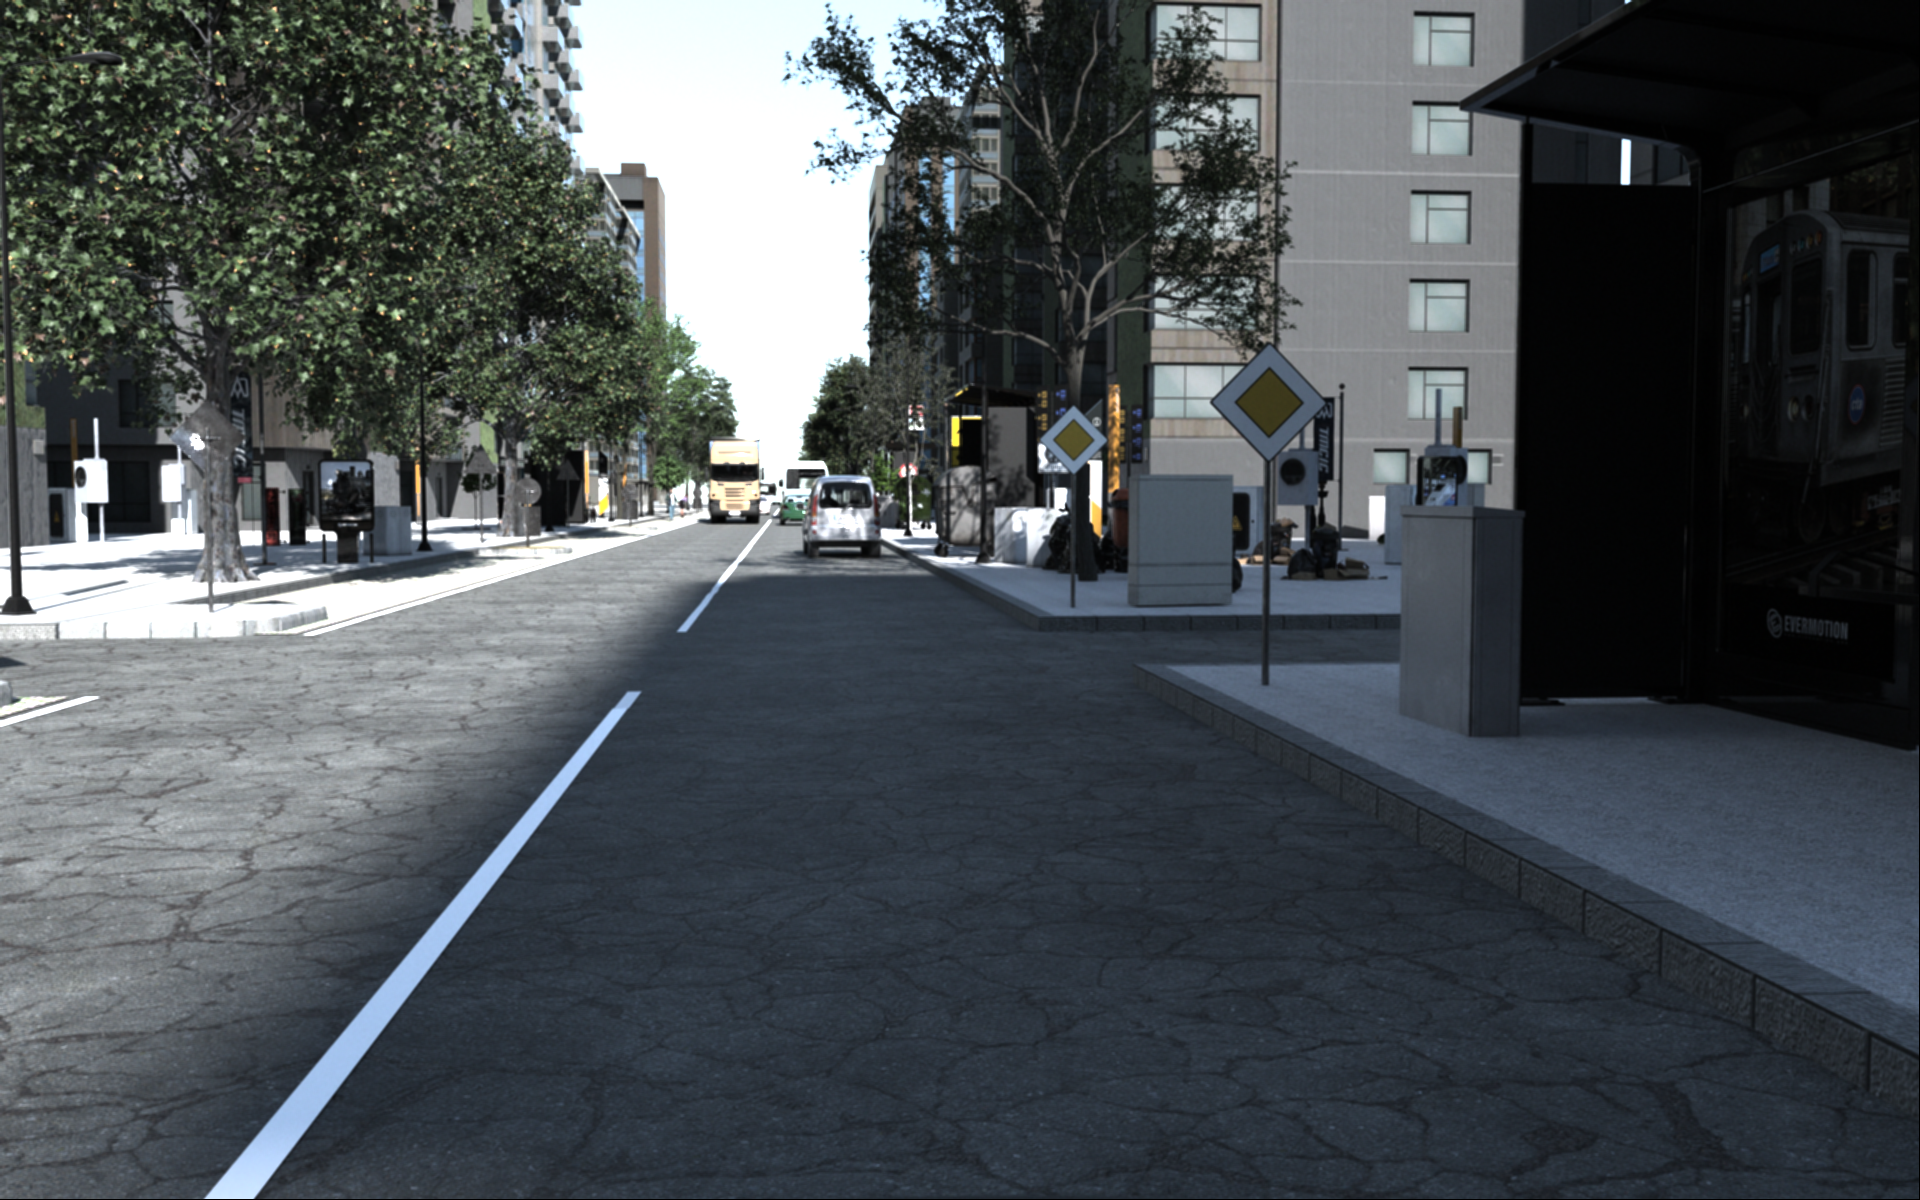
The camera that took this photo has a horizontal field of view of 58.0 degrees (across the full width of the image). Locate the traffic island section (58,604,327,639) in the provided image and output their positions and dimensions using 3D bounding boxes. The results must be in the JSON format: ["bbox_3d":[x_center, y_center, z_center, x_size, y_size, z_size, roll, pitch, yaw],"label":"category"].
[{"bbox_3d":[-8.101,0.220,18.687,2.009,0.180,2.903,0,4,-6],"label":"traffic island section"}]

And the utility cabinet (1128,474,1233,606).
[{"bbox_3d":[2.521,-0.683,19.850,1.173,1.500,0.318,-1,4,-17],"label":"utility cabinet"}]

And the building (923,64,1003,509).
[{"bbox_3d":[12.731,-28.151,152.155,32.217,40.220,23.993,0,4,-6],"label":"building"}]

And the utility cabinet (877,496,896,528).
[{"bbox_3d":[-2.858,-3.358,66.069,0.306,1.237,1.020,-3,4,-37],"label":"utility cabinet"}]

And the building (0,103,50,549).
[{"bbox_3d":[-28.960,-21.451,34.326,14.154,41.232,14.086,0,4,-6],"label":"building"}]

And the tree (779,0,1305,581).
[{"bbox_3d":[1.581,-5.566,25.424,7.601,10.594,8.767,1,4,23],"label":"tree"}]

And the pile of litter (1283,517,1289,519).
[{"bbox_3d":[5.765,-1.076,31.559,1.176,0.858,1.719,-3,4,-38],"label":"pile of litter"}]

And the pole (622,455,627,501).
[{"bbox_3d":[-17.667,-5.954,91.195,0.158,3.312,0.155,0,3,0],"label":"pole"}]

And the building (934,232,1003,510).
[{"bbox_3d":[13.089,-17.188,126.064,27.650,21.520,28.899,0,4,-6],"label":"building"}]

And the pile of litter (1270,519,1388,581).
[{"bbox_3d":[5.658,-0.744,26.136,1.719,0.858,1.176,0,4,0],"label":"pile of litter"}]

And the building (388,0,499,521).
[{"bbox_3d":[-30.774,-24.437,83.144,14.154,41.232,14.086,0,4,-6],"label":"building"}]

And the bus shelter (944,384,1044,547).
[{"bbox_3d":[0.754,-2.982,40.044,1.731,3.624,6.357,0,4,-5],"label":"bus shelter"}]

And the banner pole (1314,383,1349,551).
[{"bbox_3d":[8.428,-3.019,39.378,0.863,3.779,0.401,1,4,22],"label":"banner pole"}]

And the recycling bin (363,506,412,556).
[{"bbox_3d":[-12.017,-1.455,36.339,0.722,1.027,0.722,2,4,27],"label":"recycling bin"}]

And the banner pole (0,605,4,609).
[{"bbox_3d":[-10.754,-1.779,19.096,0.401,3.779,0.863,-3,4,-38],"label":"banner pole"}]

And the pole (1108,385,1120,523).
[{"bbox_3d":[2.879,-2.360,32.432,0.158,3.312,0.155,0,3,0],"label":"pole"}]

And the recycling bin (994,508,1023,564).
[{"bbox_3d":[1.112,-1.198,32.143,0.722,1.027,0.722,-2,4,-31],"label":"recycling bin"}]

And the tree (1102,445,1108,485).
[{"bbox_3d":[7.854,-5.810,78.713,4.285,4.588,4.351,0,3,0],"label":"tree"}]

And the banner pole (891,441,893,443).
[{"bbox_3d":[-3.377,-5.583,81.293,0.863,3.779,0.401,2,4,31],"label":"banner pole"}]

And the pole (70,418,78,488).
[{"bbox_3d":[-23.841,-3.231,46.666,0.158,3.312,0.155,0,3,0],"label":"pole"}]

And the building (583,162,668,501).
[{"bbox_3d":[-47.617,-35.921,237.420,14.600,45.320,14.200,0,4,-6],"label":"building"}]

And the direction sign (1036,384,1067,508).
[{"bbox_3d":[1.906,-2.695,36.055,0.379,3.537,0.876,-3,5,-42],"label":"direction sign"}]

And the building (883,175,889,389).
[{"bbox_3d":[-3.050,-33.111,224.956,14.154,41.232,14.086,0,4,-6],"label":"building"}]

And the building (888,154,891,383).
[{"bbox_3d":[-1.385,-34.267,210.369,14.600,45.320,14.200,0,4,-6],"label":"building"}]

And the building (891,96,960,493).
[{"bbox_3d":[0.190,-33.405,196.282,14.600,45.320,14.200,0,4,-6],"label":"building"}]

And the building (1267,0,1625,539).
[{"bbox_3d":[11.747,-22.763,55.778,14.154,41.232,14.086,0,4,-6],"label":"building"}]

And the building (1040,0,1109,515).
[{"bbox_3d":[10.974,-19.391,88.744,14.160,30.474,14.107,0,4,-6],"label":"building"}]

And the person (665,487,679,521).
[{"bbox_3d":[-15.074,-4.993,90.483,0.721,1.781,0.623,3,4,36],"label":"person"}]

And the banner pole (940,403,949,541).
[{"bbox_3d":[-0.357,-3.509,47.384,0.401,3.779,0.863,0,4,-7],"label":"banner pole"}]

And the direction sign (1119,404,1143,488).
[{"bbox_3d":[4.295,-3.187,44.113,0.876,3.537,0.379,3,5,45],"label":"direction sign"}]

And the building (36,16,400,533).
[{"bbox_3d":[-28.908,-17.724,61.494,14.160,30.474,14.107,0,4,-6],"label":"building"}]

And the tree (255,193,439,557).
[{"bbox_3d":[-12.513,-5.174,34.956,4.737,8.622,4.395,0,3,0],"label":"tree"}]

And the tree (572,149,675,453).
[{"bbox_3d":[-13.280,-8.218,51.379,9.611,12.733,9.660,0,3,0],"label":"tree"}]

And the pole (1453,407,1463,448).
[{"bbox_3d":[11.642,-2.860,40.599,0.158,3.312,0.155,0,3,0],"label":"pole"}]

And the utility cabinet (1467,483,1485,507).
[{"bbox_3d":[10.181,-1.580,34.515,0.318,1.500,1.173,2,4,26],"label":"utility cabinet"}]

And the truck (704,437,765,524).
[{"bbox_3d":[-11.270,-5.992,86.876,2.839,4.237,11.283,0,4,-7],"label":"truck"}]

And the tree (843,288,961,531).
[{"bbox_3d":[-1.777,-6.623,58.641,4.360,8.622,3.978,0,3,0],"label":"tree"}]

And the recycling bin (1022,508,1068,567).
[{"bbox_3d":[1.647,-1.098,30.507,0.722,1.027,0.722,3,4,36],"label":"recycling bin"}]

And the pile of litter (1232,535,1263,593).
[{"bbox_3d":[3.184,-0.548,22.925,1.176,0.858,1.719,2,4,32],"label":"pile of litter"}]

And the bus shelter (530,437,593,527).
[{"bbox_3d":[-16.211,-4.858,70.709,1.731,3.624,6.357,0,4,-5],"label":"bus shelter"}]

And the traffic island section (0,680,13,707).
[{"bbox_3d":[-7.327,0.706,10.739,2.009,0.180,2.903,0,4,-6],"label":"traffic island section"}]

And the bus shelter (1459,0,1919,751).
[{"bbox_3d":[4.141,-0.992,7.503,1.731,3.624,6.357,0,4,-6],"label":"bus shelter"}]

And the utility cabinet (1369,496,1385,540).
[{"bbox_3d":[11.933,-2.273,48.324,1.020,1.237,0.306,1,4,14],"label":"utility cabinet"}]

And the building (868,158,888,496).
[{"bbox_3d":[-1.652,-37.874,242.935,21.300,48.544,21.600,0,4,-6],"label":"building"}]

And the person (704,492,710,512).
[{"bbox_3d":[-20.017,-7.952,139.224,1.217,1.735,0.721,-1,4,-21],"label":"person"}]

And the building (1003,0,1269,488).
[{"bbox_3d":[9.344,-25.670,103.303,14.154,41.232,14.086,0,4,-6],"label":"building"}]

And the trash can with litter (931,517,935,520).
[{"bbox_3d":[-1.912,-4.591,86.125,2.233,1.210,1.678,2,4,34],"label":"trash can with litter"}]

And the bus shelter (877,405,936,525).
[{"bbox_3d":[-2.423,-5.977,75.353,2.179,5.291,8.768,0,4,-6],"label":"bus shelter"}]

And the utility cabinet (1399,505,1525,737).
[{"bbox_3d":[2.772,0.095,9.617,0.306,1.237,1.020,0,4,-7],"label":"utility cabinet"}]

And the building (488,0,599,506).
[{"bbox_3d":[-41.674,-31.596,136.200,23.786,49.044,30.456,0,4,-6],"label":"building"}]

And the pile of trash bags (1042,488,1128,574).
[{"bbox_3d":[2.455,-1.129,28.209,1.912,1.369,3.447,0,4,-5],"label":"pile of trash bags"}]

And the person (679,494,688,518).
[{"bbox_3d":[-16.784,-5.714,105.161,0.421,1.427,0.697,2,4,34],"label":"person"}]

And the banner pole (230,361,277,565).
[{"bbox_3d":[-12.760,-2.512,31.081,0.863,3.779,0.401,-3,4,-36],"label":"banner pole"}]

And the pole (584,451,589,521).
[{"bbox_3d":[-17.596,-5.370,81.644,0.158,3.312,0.155,0,3,0],"label":"pole"}]

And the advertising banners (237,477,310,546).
[{"bbox_3d":[-17.028,-2.850,42.793,0.090,3.025,2.074,2,4,34],"label":"advertising banners"}]

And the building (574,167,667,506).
[{"bbox_3d":[-53.547,-32.169,217.849,32.217,40.220,23.993,0,4,-6],"label":"building"}]

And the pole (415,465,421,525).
[{"bbox_3d":[-22.194,-4.712,70.883,0.158,3.312,0.155,0,3,0],"label":"pole"}]

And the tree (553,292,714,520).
[{"bbox_3d":[-16.968,-9.839,86.617,9.928,11.665,9.643,0,3,0],"label":"tree"}]

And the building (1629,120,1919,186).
[{"bbox_3d":[30.215,-36.725,38.711,20.611,71.187,20.563,0,4,-6],"label":"building"}]

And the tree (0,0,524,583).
[{"bbox_3d":[-10.809,-6.601,24.939,9.611,12.733,9.660,0,3,0],"label":"tree"}]
